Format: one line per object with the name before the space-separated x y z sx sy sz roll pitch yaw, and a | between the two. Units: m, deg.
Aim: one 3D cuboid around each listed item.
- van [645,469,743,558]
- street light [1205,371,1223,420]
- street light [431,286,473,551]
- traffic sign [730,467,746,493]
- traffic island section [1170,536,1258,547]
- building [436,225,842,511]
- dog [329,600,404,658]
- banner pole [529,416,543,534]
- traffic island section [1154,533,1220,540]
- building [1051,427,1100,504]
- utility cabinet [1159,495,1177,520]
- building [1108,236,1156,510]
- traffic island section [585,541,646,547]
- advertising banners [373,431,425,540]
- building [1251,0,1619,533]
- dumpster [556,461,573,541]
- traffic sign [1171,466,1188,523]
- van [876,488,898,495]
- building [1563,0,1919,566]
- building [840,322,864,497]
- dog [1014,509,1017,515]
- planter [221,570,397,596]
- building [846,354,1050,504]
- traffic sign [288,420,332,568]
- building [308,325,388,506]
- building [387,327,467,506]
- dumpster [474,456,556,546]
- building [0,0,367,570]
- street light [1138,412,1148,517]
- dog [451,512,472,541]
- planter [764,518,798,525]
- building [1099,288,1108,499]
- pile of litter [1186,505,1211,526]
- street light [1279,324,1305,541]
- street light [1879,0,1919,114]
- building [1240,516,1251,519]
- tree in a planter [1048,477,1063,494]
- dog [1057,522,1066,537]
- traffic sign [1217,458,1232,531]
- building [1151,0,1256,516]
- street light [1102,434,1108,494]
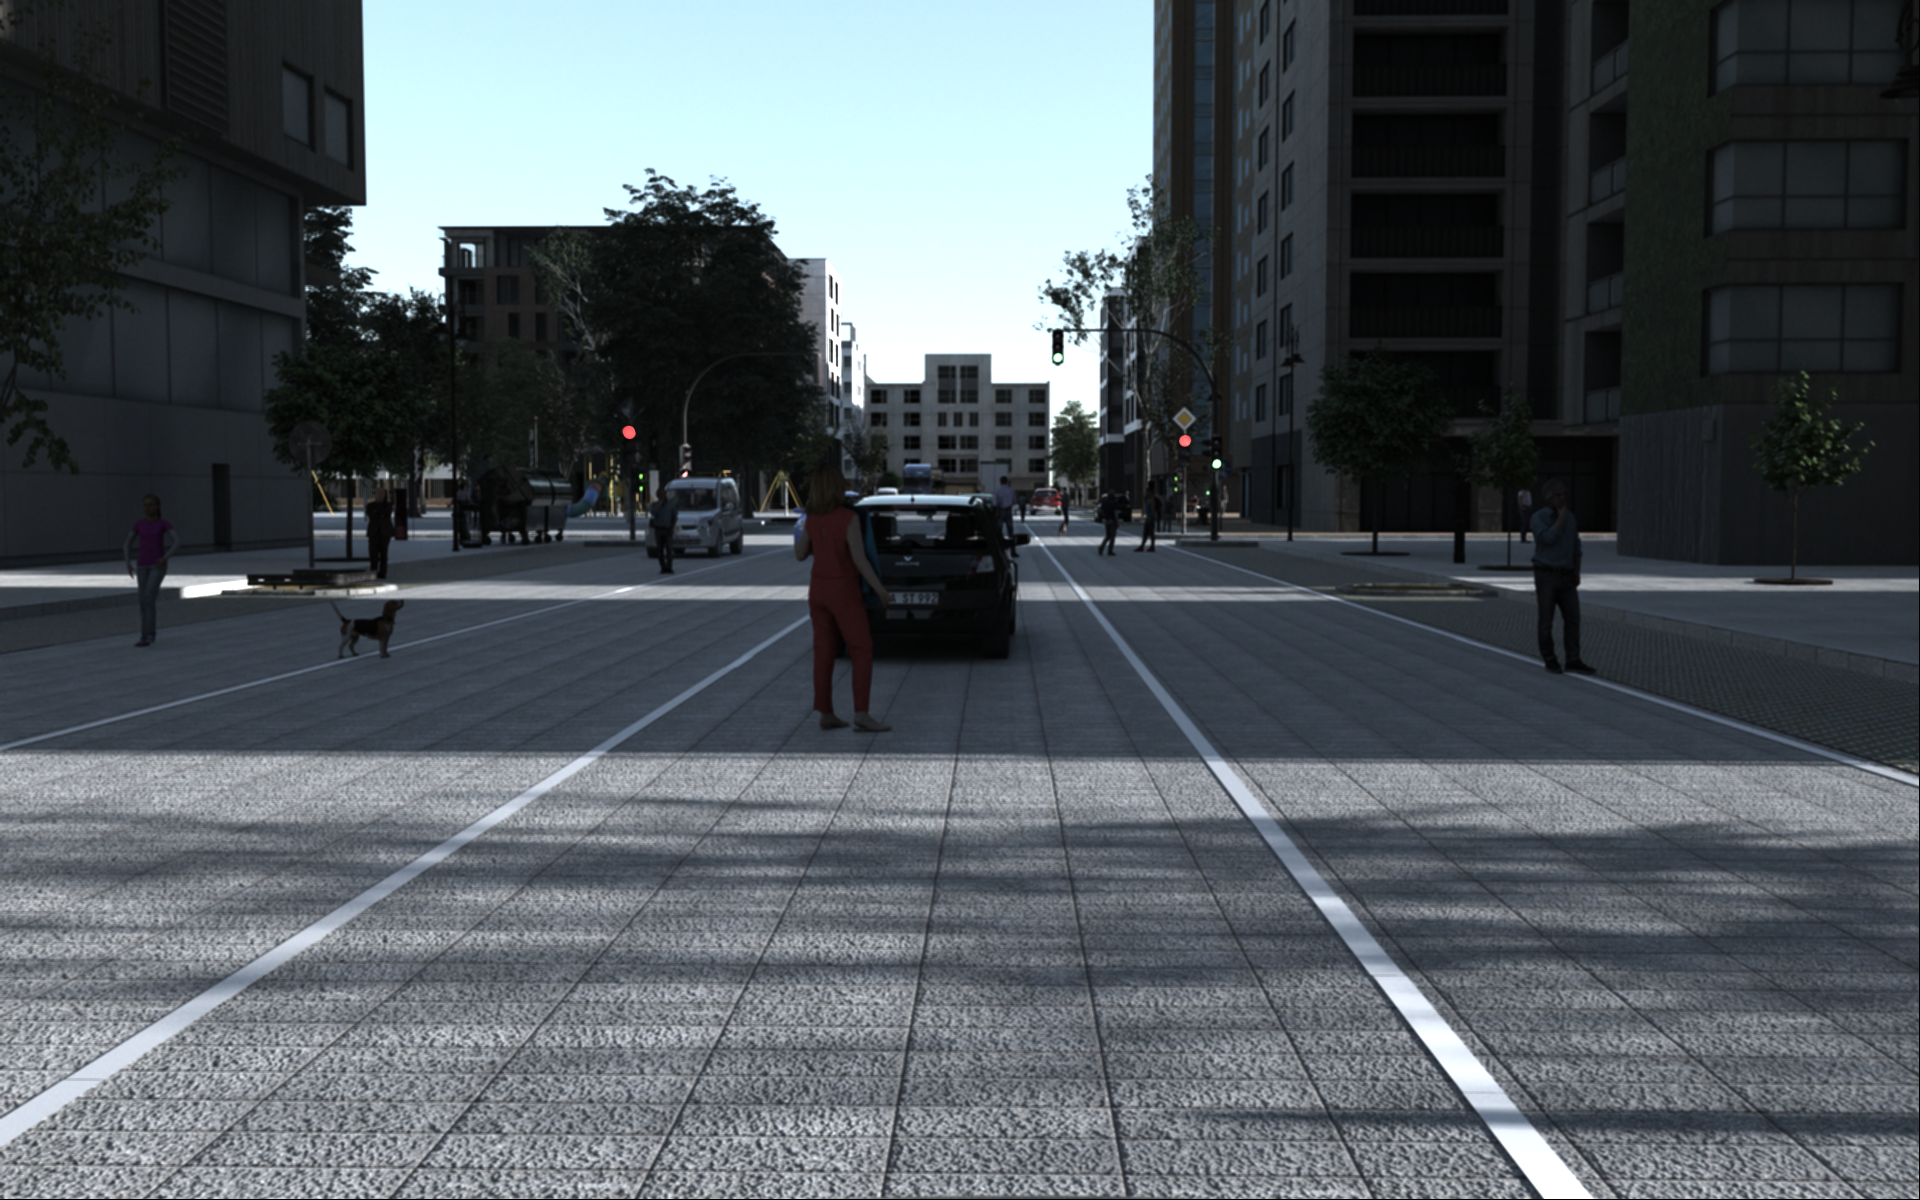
van | -6.145 -2.035 40.283 2.013 2.044 4.112 0 4 3
street light | 9.497 -5.634 64.909 0.468 5.910 1.993 0 4 1
street light | -11.328 -4.034 38.745 0.468 5.910 1.993 0 4 1
traffic sign | -10.477 -4.987 81.640 0.768 2.556 0.104 1 4 11
traffic island section | 7.030 -1.562 47.813 2.009 0.180 2.903 0 4 1
building | -25.487 -18.618 148.382 27.936 21.610 32.646 0 4 1
dog | -5.200 0.250 15.198 0.540 0.507 0.406 -2 4 -35
banner pole | -13.782 -4.035 55.991 0.401 3.779 0.863 -2 4 -32
traffic island section | 7.219 -2.050 55.796 2.009 0.180 2.903 0 4 1
building | 25.724 -17.133 222.274 28.070 9.664 9.099 0 4 1
utility cabinet | 10.104 -4.496 84.676 1.020 1.237 0.306 -2 4 -31
building | 28.362 -18.919 153.296 27.936 21.610 32.646 0 4 1
traffic island section | -9.126 -1.585 48.198 2.009 0.180 2.903 0 4 1
advertising banners | -15.659 -3.192 48.379 2.074 3.025 0.090 2 4 30
building | 22.982 -38.345 65.195 20.611 71.187 20.563 0 4 1
dumpster | -11.289 -2.667 46.095 1.502 2.255 1.985 0 4 1
traffic sign | 9.766 -4.712 77.153 0.768 2.556 0.104 0 4 4
van | -4.816 -6.539 113.918 2.013 2.044 4.112 0 4 0
building | 20.754 -21.579 36.404 14.154 41.232 14.086 0 4 1
building | -16.908 -20.838 197.119 11.380 20.091 16.016 0 4 1
dog | 3.815 -5.930 117.147 0.550 0.427 0.748 3 5 42
planter | -9.349 -0.250 25.224 1.991 0.319 1.994 0 4 1
building | -4.255 -22.026 226.579 31.486 18.905 16.747 0 4 1
traffic sign | -11.263 -1.829 30.018 0.768 2.556 0.104 0 4 2
building | -68.065 -20.874 197.710 11.380 20.091 16.016 0 4 1
building | -56.685 -20.865 197.564 11.380 20.091 16.016 0 4 1
dumpster | -11.317 -2.532 43.896 1.502 2.255 1.985 0 4 2
building | -28.446 -26.970 30.201 27.495 52.752 28.713 0 4 1
street light | 10.315 -7.637 97.648 0.468 5.910 1.993 0 4 1
dog | -13.608 -2.038 47.699 0.800 0.831 0.513 -1 4 -20
planter | -8.022 -3.650 80.811 1.991 0.319 1.994 0 4 1
building | 28.874 -20.974 186.902 27.936 21.610 32.646 0 4 1
pile of litter | 9.778 -3.497 71.145 1.176 0.858 1.719 0 4 0
street light | 9.035 -4.553 47.226 0.468 5.910 1.993 0 4 1
street light | 8.335 -2.560 14.646 0.468 5.910 1.993 0 4 1
building | 21.729 -26.707 86.771 14.600 45.320 14.200 0 4 1
tree in a planter | 10.281 -11.509 185.397 1.991 3.239 1.994 0 4 1
dog | 3.420 -2.360 57.866 0.540 0.507 0.406 3 5 39
traffic sign | 9.120 -3.696 60.542 0.768 2.556 0.104 0 4 2
building | 21.199 -28.915 122.872 14.600 45.320 14.200 0 4 1
street light | 10.890 -9.641 130.411 0.468 5.910 1.993 0 4 1
